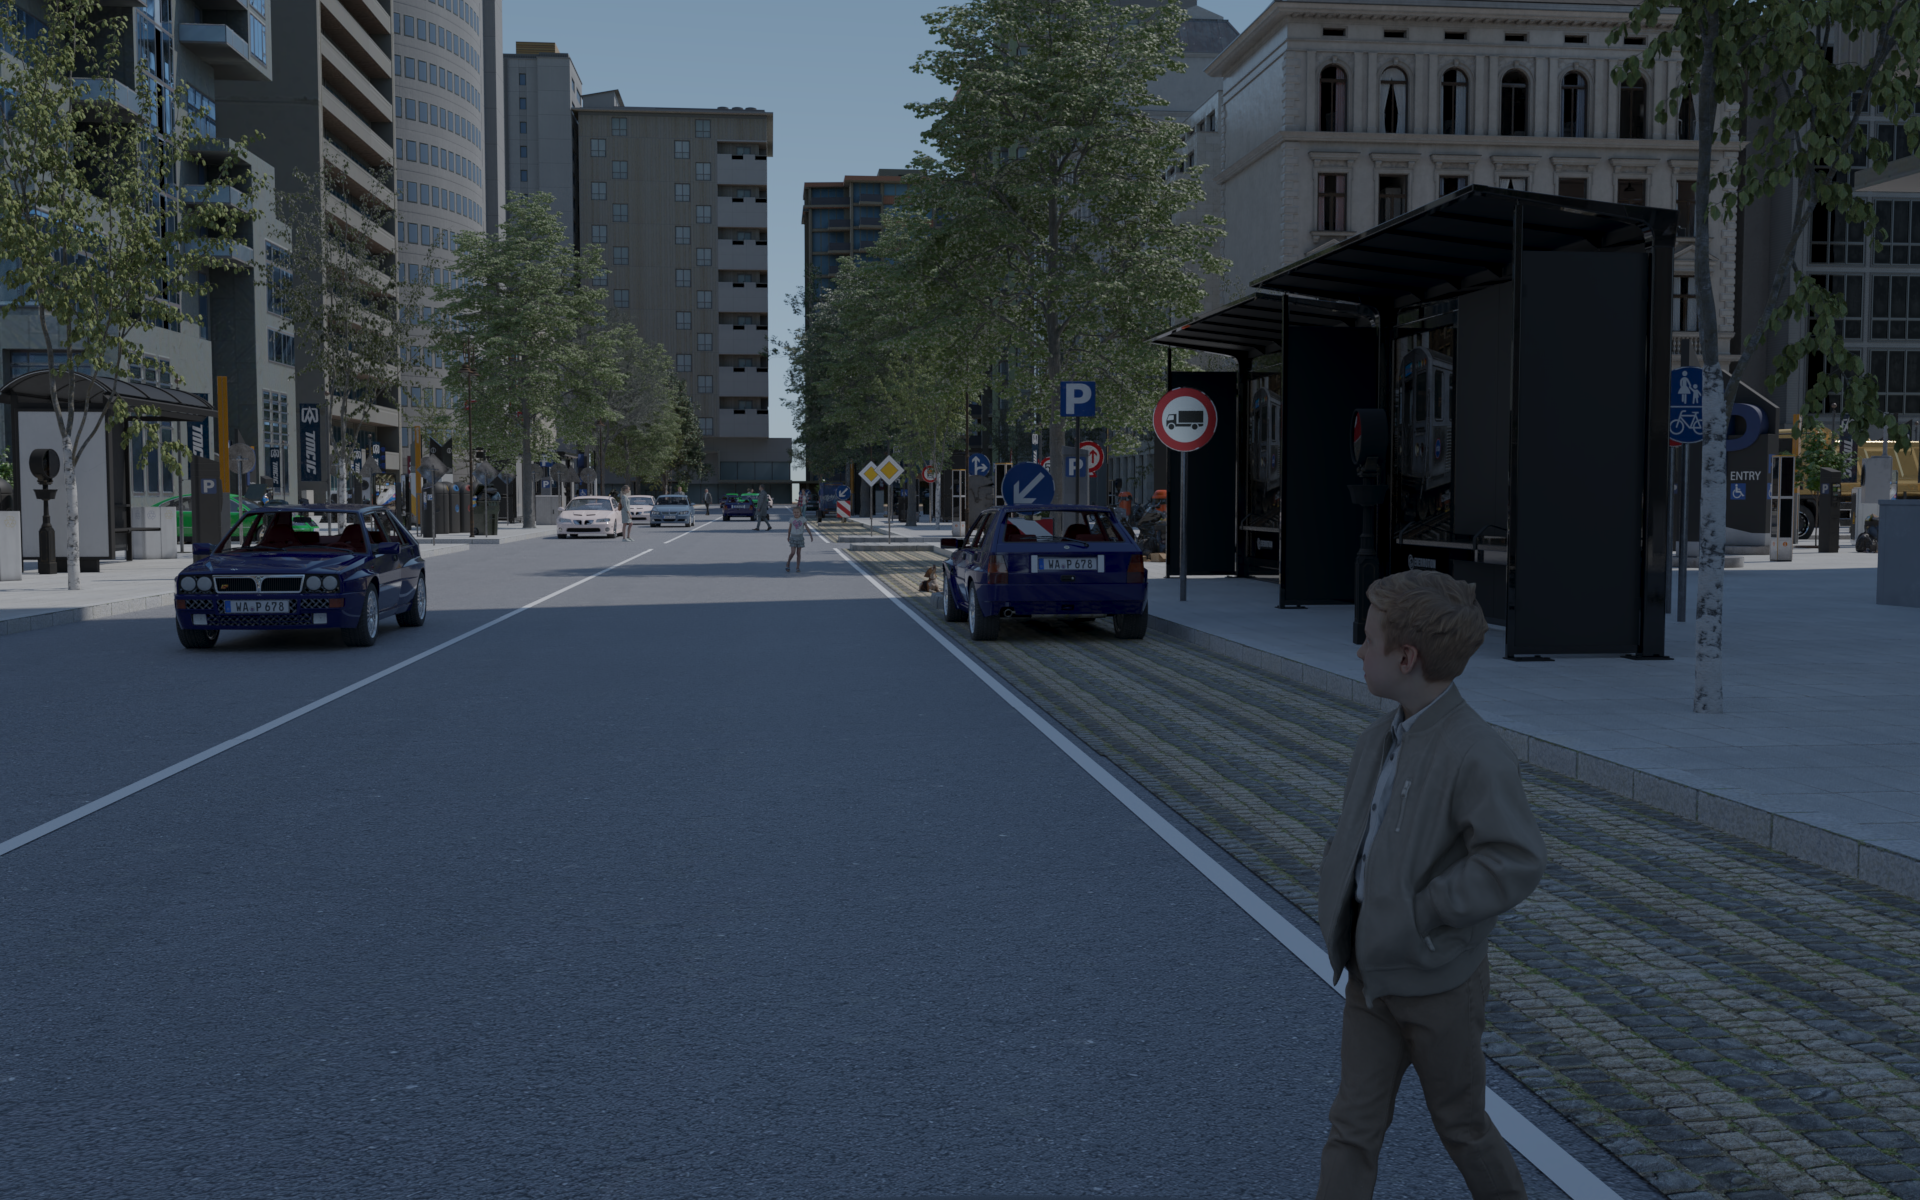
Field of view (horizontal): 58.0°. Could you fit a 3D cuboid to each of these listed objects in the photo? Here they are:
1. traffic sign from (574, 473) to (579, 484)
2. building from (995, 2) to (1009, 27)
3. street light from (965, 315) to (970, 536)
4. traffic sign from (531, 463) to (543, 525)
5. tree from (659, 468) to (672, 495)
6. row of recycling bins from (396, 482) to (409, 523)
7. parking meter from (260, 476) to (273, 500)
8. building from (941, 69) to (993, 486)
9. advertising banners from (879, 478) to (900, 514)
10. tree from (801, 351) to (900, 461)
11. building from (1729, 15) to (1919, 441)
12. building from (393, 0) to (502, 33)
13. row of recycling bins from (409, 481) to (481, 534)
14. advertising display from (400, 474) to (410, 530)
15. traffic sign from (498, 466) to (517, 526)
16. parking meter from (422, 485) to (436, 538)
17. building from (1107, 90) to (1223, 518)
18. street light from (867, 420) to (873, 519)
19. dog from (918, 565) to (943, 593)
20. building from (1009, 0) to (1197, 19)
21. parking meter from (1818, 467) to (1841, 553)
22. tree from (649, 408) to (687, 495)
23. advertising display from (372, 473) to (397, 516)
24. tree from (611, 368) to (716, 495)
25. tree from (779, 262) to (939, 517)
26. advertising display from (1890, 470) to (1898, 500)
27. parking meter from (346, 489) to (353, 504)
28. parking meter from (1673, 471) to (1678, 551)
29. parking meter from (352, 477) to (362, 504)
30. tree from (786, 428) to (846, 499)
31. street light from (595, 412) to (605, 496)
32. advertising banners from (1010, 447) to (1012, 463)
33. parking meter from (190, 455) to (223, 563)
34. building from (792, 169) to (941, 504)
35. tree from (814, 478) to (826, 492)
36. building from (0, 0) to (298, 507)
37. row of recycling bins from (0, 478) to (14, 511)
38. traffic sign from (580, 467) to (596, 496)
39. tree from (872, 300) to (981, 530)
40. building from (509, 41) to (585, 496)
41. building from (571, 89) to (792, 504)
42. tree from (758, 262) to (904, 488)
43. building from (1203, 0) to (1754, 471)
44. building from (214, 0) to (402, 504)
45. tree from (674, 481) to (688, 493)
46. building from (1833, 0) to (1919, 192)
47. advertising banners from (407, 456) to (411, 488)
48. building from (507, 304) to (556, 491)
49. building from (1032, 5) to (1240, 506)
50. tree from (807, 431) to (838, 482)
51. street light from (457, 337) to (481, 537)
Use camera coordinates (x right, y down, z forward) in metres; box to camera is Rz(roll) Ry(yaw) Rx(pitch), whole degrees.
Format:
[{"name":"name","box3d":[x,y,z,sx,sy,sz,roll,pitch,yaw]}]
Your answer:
[{"name":"traffic sign","box3d":[-19.894,-5.550,90.749,0.884,2.594,0.081,0,4,3]},{"name":"building","box3d":[16.135,-48.843,236.829,20.611,71.187,20.563,0,4,-6]},{"name":"street light","box3d":[0.180,-4.343,43.799,0.468,5.910,1.993,0,4,-6]},{"name":"traffic sign","box3d":[-17.734,-4.401,72.063,0.768,2.556,0.104,0,4,-6]},{"name":"tree","box3d":[-28.085,-13.221,166.528,4.360,8.622,3.978,0,3,0]},{"name":"row of recycling bins","box3d":[-20.328,-3.365,62.130,1.069,1.692,3.534,-2,4,-26]},{"name":"parking meter","box3d":[-22.135,-3.036,55.344,0.399,1.863,0.255,3,5,40]},{"name":"building","box3d":[10.804,-31.884,175.927,22.147,44.769,28.867,0,4,-6]},{"name":"advertising banners","box3d":[-4.379,-6.948,109.789,2.074,3.025,0.090,-3,5,-40]},{"name":"tree","box3d":[-6.572,-11.594,115.311,9.928,11.665,9.643,0,3,0]},{"name":"building","box3d":[46.221,-15.819,77.706,30.058,24.678,14.314,0,4,-6]},{"name":"building","box3d":[-48.681,-36.345,136.237,21.231,58.520,28.212,0,4,-6]},{"name":"row of recycling bins","box3d":[-16.623,-3.043,56.860,1.069,1.692,3.534,1,4,11]},{"name":"advertising display","box3d":[-17.833,-3.086,55.673,0.123,1.923,0.974,-2,4,-26]},{"name":"traffic sign","box3d":[-18.354,-4.223,70.235,0.795,2.450,0.064,0,4,-5]},{"name":"parking meter","box3d":[-15.576,-2.593,50.808,0.372,1.533,0.369,0,3,0]},{"name":"building","box3d":[14.441,-14.450,91.003,10.420,20.320,16.860,0,4,-6]},{"name":"street light","box3d":[-4.490,-7.013,87.444,0.468,5.910,1.993,0,4,-6]},{"name":"dog","box3d":[-0.372,-0.313,25.318,0.550,0.427,0.748,2,4,25]},{"name":"building","box3d":[10.670,-27.912,139.954,14.154,41.232,14.086,0,4,-6]},{"name":"parking meter","box3d":[19.002,-1.965,37.832,0.255,1.863,0.399,-1,4,-15]},{"name":"tree","box3d":[-25.127,-12.014,146.791,4.737,8.622,4.395,0,3,0]},{"name":"advertising display","box3d":[-17.494,-2.902,52.665,0.123,1.923,0.974,1,4,20]},{"name":"tree","box3d":[-26.715,-14.612,155.921,9.611,12.733,9.660,0,3,0]},{"name":"tree","box3d":[-5.143,-11.547,95.445,9.857,13.997,8.962,0,3,0]},{"name":"advertising display","box3d":[24.772,-2.514,46.325,0.974,1.923,0.123,-3,4,-36]},{"name":"parking meter","box3d":[-27.864,-4.331,79.215,0.372,1.533,0.369,0,3,0]},{"name":"parking meter","box3d":[15.977,-2.025,38.821,0.399,1.863,0.255,1,4,20]},{"name":"parking meter","box3d":[-20.277,-3.217,58.305,0.255,1.863,0.399,-2,4,-29]},{"name":"tree","box3d":[-15.900,-15.879,194.027,8.767,10.594,7.601,1,4,22]},{"name":"street light","box3d":[-18.533,-7.132,89.398,0.468,5.910,1.993,0,4,-6]},{"name":"advertising banners","box3d":[2.005,-4.168,64.342,0.090,3.025,2.074,0,4,-5]},{"name":"parking meter","box3d":[-11.376,-1.252,26.178,0.399,1.863,0.255,-3,5,-42]},{"name":"building","box3d":[-8.573,-35.559,236.009,28.867,44.769,22.147,0,4,-6]},{"name":"tree","box3d":[-16.158,-12.675,201.837,1.663,3.219,1.824,0,3,0]},{"name":"building","box3d":[-43.178,-46.598,74.544,22.319,86.520,31.000,0,4,-6]},{"name":"row of recycling bins","box3d":[-22.175,-2.052,40.661,3.534,1.692,1.069,0,4,-5]},{"name":"traffic sign","box3d":[-17.739,-5.050,82.673,0.768,2.556,0.104,0,4,-4]},{"name":"tree","box3d":[-0.901,-6.842,62.221,4.737,8.622,4.395,0,3,0]},{"name":"building","box3d":[-64.160,-41.985,228.458,28.212,58.520,21.231,0,4,-6]},{"name":"building","box3d":[-36.843,-39.500,235.065,27.495,52.752,28.713,0,4,-6]},{"name":"tree","box3d":[-9.957,-17.500,142.008,12.611,20.169,13.585,0,3,0]},{"name":"building","box3d":[21.314,-14.940,73.143,19.941,23.489,11.050,0,4,-6]},{"name":"building","box3d":[-48.857,-29.714,109.525,21.300,48.544,21.600,0,4,-6]},{"name":"tree","box3d":[-31.366,-12.233,194.618,1.663,3.219,1.824,0,3,0]},{"name":"building","box3d":[30.399,-26.263,18.647,28.713,52.752,27.495,0,4,-6]},{"name":"advertising banners","box3d":[-25.636,-5.061,78.940,2.074,3.025,0.090,1,4,13]},{"name":"building","box3d":[-56.308,-19.928,170.869,28.899,21.520,27.650,0,4,-6]},{"name":"building","box3d":[12.455,-20.602,114.335,11.434,29.767,29.804,0,4,-6]},{"name":"tree","box3d":[-13.475,-13.823,176.373,4.360,8.622,3.978,0,3,0]},{"name":"street light","box3d":[-14.447,-4.790,51.101,0.468,5.910,1.993,0,4,-6]}]
